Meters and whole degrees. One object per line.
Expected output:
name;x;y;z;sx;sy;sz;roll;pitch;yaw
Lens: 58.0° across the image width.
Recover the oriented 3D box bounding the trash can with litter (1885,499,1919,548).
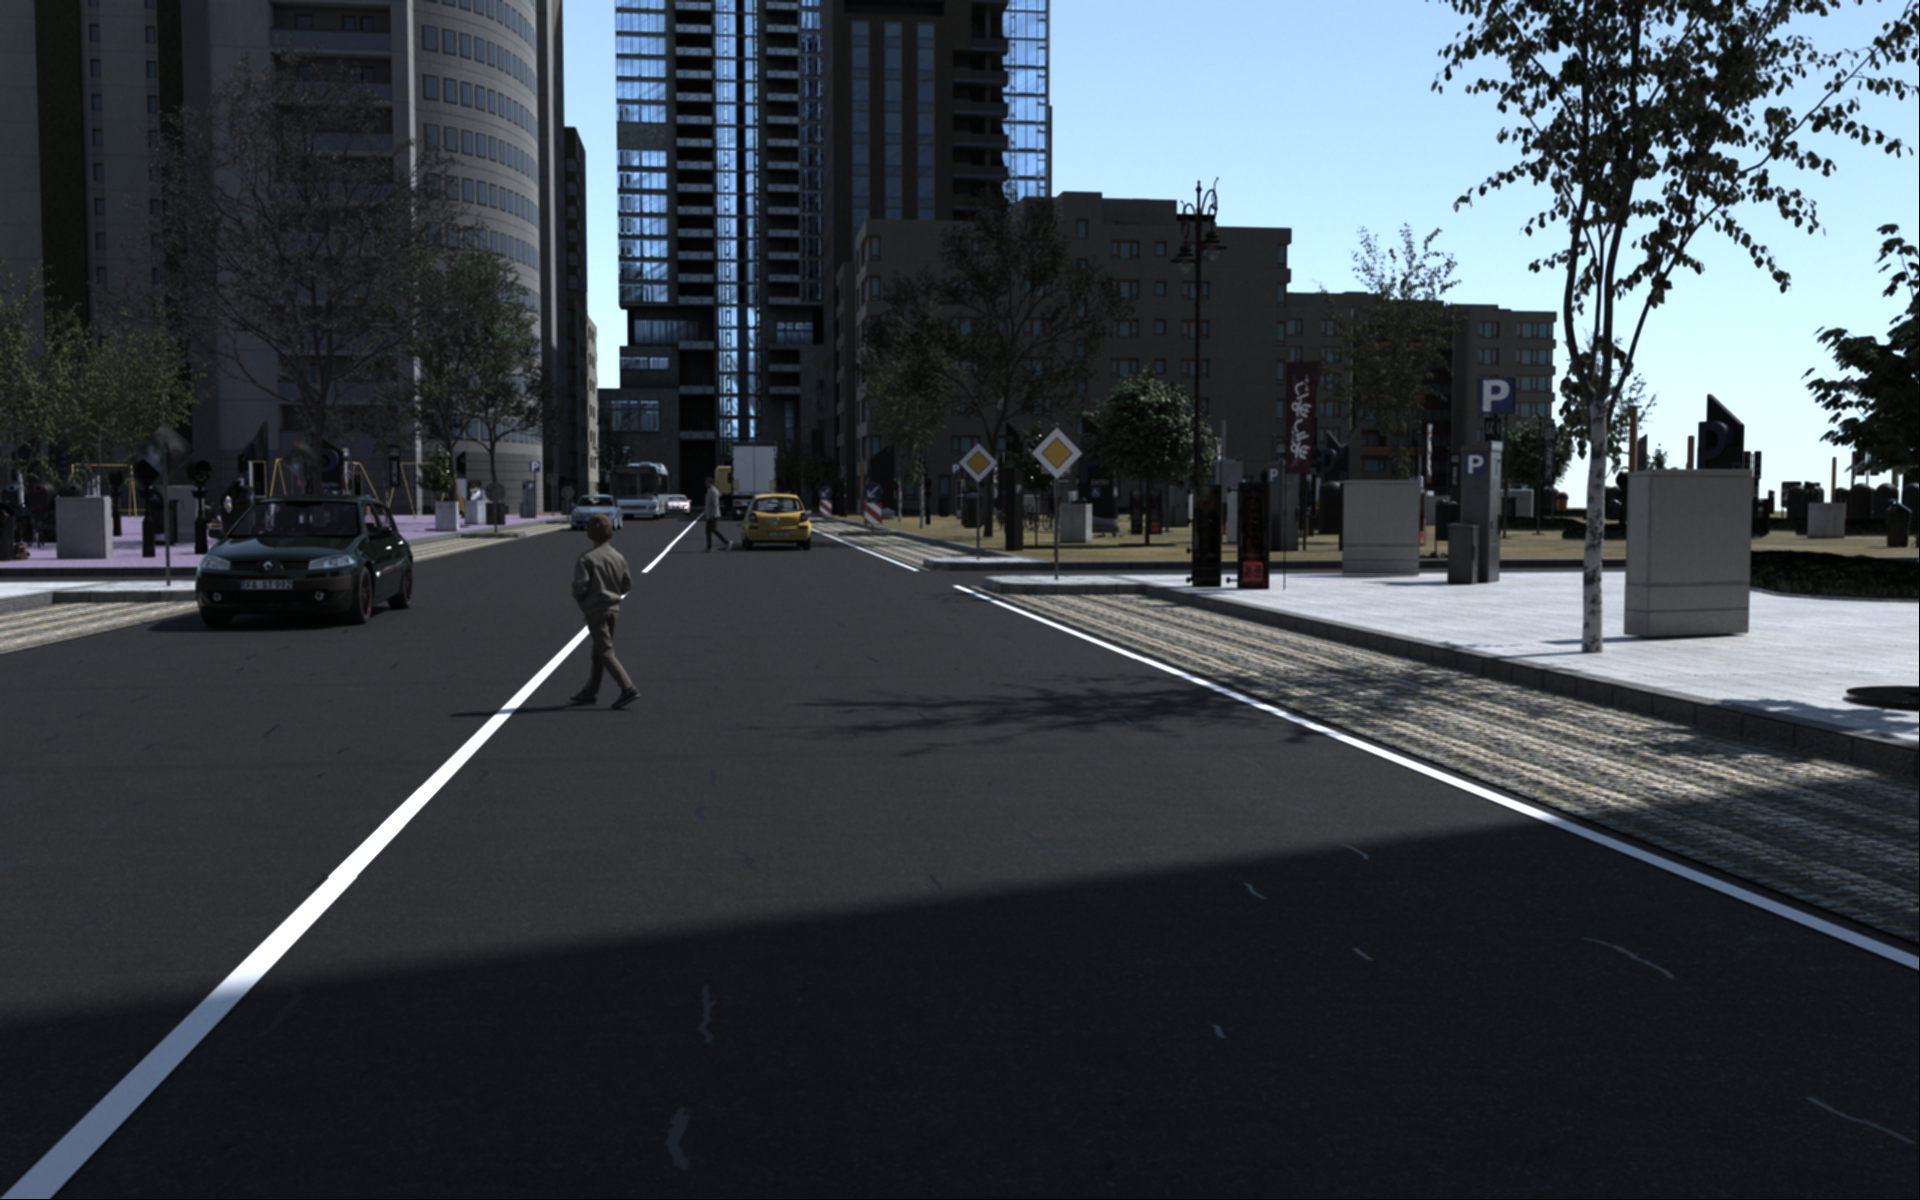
trash can with litter;22.923;-1.861;41.807;1.055;1.170;0.624;2;4;32

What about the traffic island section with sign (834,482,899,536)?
traffic island section with sign;-3.180;-3.123;59.684;1.989;1.847;2.006;0;4;-8

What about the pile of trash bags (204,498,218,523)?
pile of trash bags;-35.066;-4.165;77.845;3.447;1.369;1.912;1;4;18

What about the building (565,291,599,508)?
building;-49.982;-19.515;164.113;28.899;21.520;27.650;0;4;-8

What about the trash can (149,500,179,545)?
trash can;-19.977;-1.946;43.463;0.748;1.137;0.748;0;3;0

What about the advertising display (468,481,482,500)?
advertising display;-24.058;-4.934;85.878;0.123;1.923;0.974;1;4;19

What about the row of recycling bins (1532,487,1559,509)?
row of recycling bins;35.531;-6.015;105.454;1.069;1.692;3.534;0;4;2

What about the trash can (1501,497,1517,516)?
trash can;25.214;-4.154;79.570;0.748;1.137;0.748;0;3;0

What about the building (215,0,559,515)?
building;-39.747;-35.228;117.983;21.231;58.520;28.212;0;4;-8

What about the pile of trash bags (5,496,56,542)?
pile of trash bags;-25.427;-2.251;46.558;3.447;1.369;1.912;0;4;-1

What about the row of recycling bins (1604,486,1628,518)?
row of recycling bins;34.449;-5.153;91.366;1.069;1.692;3.534;-1;4;-13

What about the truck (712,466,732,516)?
truck;-15.357;-7.499;118.534;3.469;3.379;9.791;0;4;-6

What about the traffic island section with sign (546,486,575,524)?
traffic island section with sign;-18.905;-4.590;83.676;1.989;1.847;2.006;0;4;-8

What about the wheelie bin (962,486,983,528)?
wheelie bin;0.462;-3.505;65.216;0.693;1.594;0.980;-1;4;-19

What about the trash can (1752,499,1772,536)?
trash can;24.636;-2.554;53.407;0.748;1.137;0.748;0;3;0

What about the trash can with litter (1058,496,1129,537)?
trash can with litter;3.969;-2.490;51.771;2.233;1.210;1.678;0;4;-3

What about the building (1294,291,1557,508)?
building;40.207;-20.227;175.758;28.899;21.520;27.650;0;4;-8

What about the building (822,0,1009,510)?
building;-4.109;-30.255;144.772;14.600;45.320;14.200;0;4;-8

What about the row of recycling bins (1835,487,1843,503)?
row of recycling bins;56.025;-6.143;107.553;3.534;1.692;1.069;0;4;1

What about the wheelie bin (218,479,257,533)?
wheelie bin;-15.618;-1.808;37.476;0.693;1.594;0.980;-1;4;-12

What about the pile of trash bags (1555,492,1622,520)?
pile of trash bags;31.366;-4.664;86.006;3.447;1.369;1.912;1;4;23

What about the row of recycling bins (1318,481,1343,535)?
row of recycling bins;12.451;-3.015;56.404;1.069;1.692;3.534;2;4;24

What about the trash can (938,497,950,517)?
trash can;-0.894;-5.261;97.667;0.748;1.137;0.748;0;3;0

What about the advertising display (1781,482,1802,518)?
advertising display;42.958;-5.156;89.517;0.123;1.923;0.974;-3;5;-39

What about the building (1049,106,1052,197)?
building;-1.460;-35.599;205.748;21.600;48.544;21.300;0;4;-8

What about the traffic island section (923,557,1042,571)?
traffic island section;0.373;-0.704;33.788;2.009;0.180;2.903;0;4;-8

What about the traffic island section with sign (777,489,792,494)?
traffic island section with sign;-13.621;-7.776;135.771;1.989;1.847;2.006;0;4;-8

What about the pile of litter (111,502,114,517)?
pile of litter;-46.984;-4.966;95.166;1.176;0.858;1.719;1;4;13

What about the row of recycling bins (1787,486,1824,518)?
row of recycling bins;41.264;-4.727;84.395;1.069;1.692;3.534;3;5;42

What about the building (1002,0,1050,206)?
building;-3.025;-52.220;166.470;22.319;86.520;31.000;0;4;-8

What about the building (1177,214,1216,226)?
building;17.913;-24.959;179.788;14.107;30.474;14.160;0;4;-8

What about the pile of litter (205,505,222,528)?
pile of litter;-28.919;-3.218;66.576;1.719;0.858;1.176;-1;4;-18

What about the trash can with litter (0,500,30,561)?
trash can with litter;-18.476;-1.349;33.444;0.624;1.170;1.055;0;4;-2

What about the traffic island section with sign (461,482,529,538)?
traffic island section with sign;-15.246;-2.951;56.883;1.989;1.847;2.006;0;4;-8

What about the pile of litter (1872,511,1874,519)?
pile of litter;45.953;-4.500;87.548;1.176;0.858;1.719;0;4;-7

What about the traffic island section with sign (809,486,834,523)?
traffic island section with sign;-6.861;-4.756;86.388;1.989;1.847;2.006;0;4;-8

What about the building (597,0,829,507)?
building;-27.711;-54.351;201.315;31.000;86.520;22.319;0;4;-8

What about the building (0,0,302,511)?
building;-79.616;-37.895;161.575;28.212;58.520;21.231;0;4;-8

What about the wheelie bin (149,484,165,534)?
wheelie bin;-25.923;-2.941;55.987;0.693;1.594;0.980;0;4;-1

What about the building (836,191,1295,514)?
building;5.849;-17.132;125.151;27.650;21.520;28.899;0;4;-8

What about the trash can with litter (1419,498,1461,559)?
trash can with litter;9.461;-1.464;34.991;2.233;1.210;1.678;1;4;9

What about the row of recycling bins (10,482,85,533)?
row of recycling bins;-31.206;-3.113;58.012;3.534;1.692;1.069;-1;4;-13

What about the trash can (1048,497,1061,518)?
trash can;5.002;-4.896;91.704;0.748;1.137;0.748;0;3;0

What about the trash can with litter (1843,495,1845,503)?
trash can with litter;47.027;-4.926;91.591;1.678;1.210;2.233;-2;4;-27

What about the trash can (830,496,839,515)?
trash can;-7.624;-5.774;106.052;0.748;1.137;0.748;0;3;0

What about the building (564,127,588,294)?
building;-49.430;-31.288;195.161;14.086;41.232;14.154;0;4;-8

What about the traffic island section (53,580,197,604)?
traffic island section;-11.066;-0.115;24.168;2.009;0.180;2.903;0;4;-8

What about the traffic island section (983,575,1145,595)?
traffic island section;1.459;-0.220;25.877;2.009;0.180;2.903;0;4;-8

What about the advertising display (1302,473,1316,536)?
advertising display;10.678;-2.922;52.982;0.123;1.923;0.974;0;4;-5

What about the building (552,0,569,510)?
building;-39.584;-29.975;140.194;14.600;45.320;14.200;0;4;-8
